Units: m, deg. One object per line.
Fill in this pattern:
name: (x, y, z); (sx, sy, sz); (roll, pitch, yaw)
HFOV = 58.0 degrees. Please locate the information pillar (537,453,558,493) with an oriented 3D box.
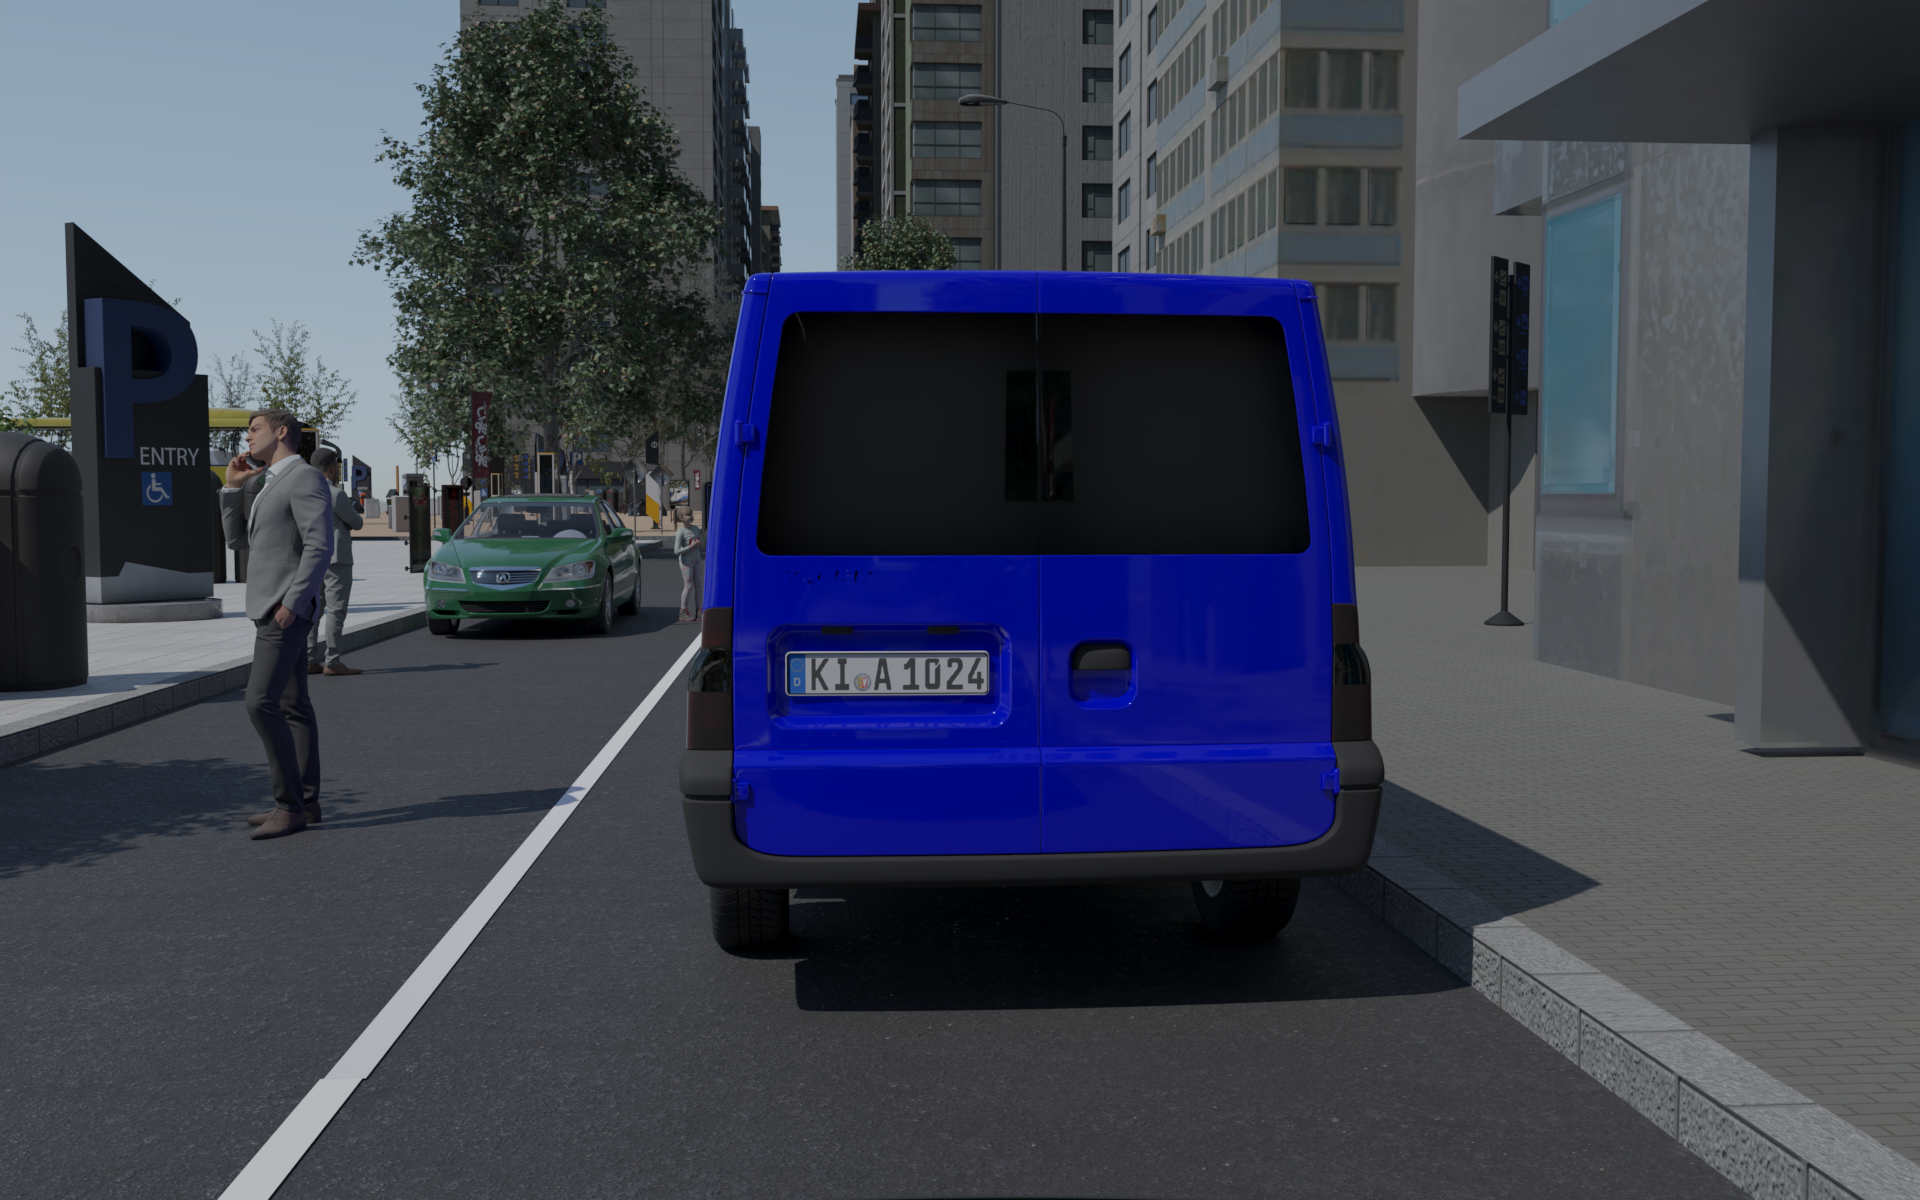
information pillar: (-7.358, -1.619, 30.969); (0.304, 2.012, 0.304); (0, 4, 0)

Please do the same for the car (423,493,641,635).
car: (-4.629, -0.455, 19.229); (2.131, 1.459, 4.920); (0, 4, -4)

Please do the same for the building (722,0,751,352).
building: (-31.171, -33.258, 163.378); (23.786, 49.044, 30.456); (0, 4, -5)

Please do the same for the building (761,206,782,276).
building: (-37.329, -36.700, 254.662); (22.147, 44.769, 28.867); (0, 4, -5)

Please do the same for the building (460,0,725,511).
building: (-27.126, -42.756, 137.312); (20.563, 71.187, 20.611); (0, 4, -5)

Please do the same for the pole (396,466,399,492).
pole: (-40.130, -7.937, 123.607); (0.158, 3.312, 0.155); (0, 3, 0)

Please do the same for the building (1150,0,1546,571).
building: (17.373, -21.030, 35.728); (32.217, 40.220, 23.993); (0, 4, -5)

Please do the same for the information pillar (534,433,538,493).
information pillar: (-16.107, -4.561, 65.923); (0.183, 3.616, 0.504); (0, 4, -7)

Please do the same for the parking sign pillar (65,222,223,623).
parking sign pillar: (-8.394, -1.792, 17.774); (1.447, 3.967, 1.447); (2, 4, 30)

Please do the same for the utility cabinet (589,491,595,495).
utility cabinet: (-22.809, -6.033, 107.322); (0.318, 1.500, 1.173); (0, 4, -8)

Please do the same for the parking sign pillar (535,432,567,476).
parking sign pillar: (-17.648, -5.284, 74.859); (1.447, 3.967, 1.447); (-1, 4, -16)

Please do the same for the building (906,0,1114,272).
building: (4.303, -19.065, 83.418); (14.160, 30.474, 14.107); (0, 4, -5)

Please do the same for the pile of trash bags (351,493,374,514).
pile of trash bags: (-39.168, -6.356, 113.669); (1.912, 1.369, 3.447); (-1, 4, -20)

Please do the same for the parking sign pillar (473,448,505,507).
parking sign pillar: (-21.224, -5.512, 78.599); (1.447, 3.967, 1.447); (1, 4, 21)

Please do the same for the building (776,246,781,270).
building: (-35.720, -36.258, 276.408); (14.154, 41.232, 14.086); (0, 4, -5)

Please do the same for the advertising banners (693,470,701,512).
advertising banners: (-18.286, -7.902, 125.381); (2.074, 3.025, 0.090); (0, 4, 1)

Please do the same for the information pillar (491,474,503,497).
information pillar: (-16.602, -3.524, 62.115); (0.304, 2.012, 0.304); (1, 4, 9)

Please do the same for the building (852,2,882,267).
building: (1.582, -30.661, 155.926); (22.147, 44.769, 28.867); (0, 4, -5)

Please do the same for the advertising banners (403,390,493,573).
advertising banners: (-8.463, -1.994, 28.794); (0.090, 3.025, 2.074); (2, 4, 27)

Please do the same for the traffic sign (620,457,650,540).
traffic sign: (-8.726, -2.620, 46.486); (0.795, 2.450, 0.064); (0, 4, -5)

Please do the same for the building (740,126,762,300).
building: (-28.565, -30.761, 186.530); (14.154, 41.232, 14.086); (0, 4, -5)

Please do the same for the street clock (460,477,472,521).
street clock: (-20.386, -4.097, 71.549); (0.471, 2.002, 0.358); (-2, 4, -27)

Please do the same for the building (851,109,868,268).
building: (-5.405, -33.520, 198.158); (14.600, 45.320, 14.200); (0, 4, -5)

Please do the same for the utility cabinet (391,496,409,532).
utility cabinet: (-18.655, -2.896, 58.508); (0.306, 1.237, 1.020); (3, 5, 43)

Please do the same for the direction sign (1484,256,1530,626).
direction sign: (5.335, -1.522, 16.875); (0.379, 3.537, 0.876); (3, 5, 40)

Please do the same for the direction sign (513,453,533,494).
direction sign: (-24.358, -6.366, 96.086); (0.876, 3.537, 0.379); (0, 4, -1)

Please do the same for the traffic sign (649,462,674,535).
traffic sign: (-9.377, -3.107, 54.445); (0.795, 2.450, 0.064); (0, 4, -5)

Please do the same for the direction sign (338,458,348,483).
direction sign: (-39.097, -7.199, 109.705); (0.876, 3.537, 0.379); (2, 4, 26)

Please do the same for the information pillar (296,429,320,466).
information pillar: (-7.394, -0.925, 19.612); (0.304, 2.012, 0.304); (-1, 4, -20)

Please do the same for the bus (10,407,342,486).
bus: (-24.310, -3.544, 49.498); (12.252, 3.916, 2.896); (0, 4, -4)

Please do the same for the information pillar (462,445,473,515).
information pillar: (-23.304, -5.543, 81.980); (0.504, 3.616, 0.183); (1, 4, 17)

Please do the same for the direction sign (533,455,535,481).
direction sign: (-25.071, -6.692, 101.412); (0.876, 3.537, 0.379); (2, 4, 25)

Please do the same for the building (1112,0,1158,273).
building: (3.283, -41.202, 111.904); (20.563, 71.187, 20.611); (0, 4, -5)

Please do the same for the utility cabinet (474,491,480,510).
utility cabinet: (-29.791, -6.082, 108.112); (1.173, 1.500, 0.318); (2, 4, 28)

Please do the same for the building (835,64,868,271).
building: (-6.962, -43.018, 245.338); (21.231, 58.520, 28.212); (0, 4, -5)

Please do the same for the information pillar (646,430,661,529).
information pillar: (-11.147, -4.375, 62.882); (0.504, 3.616, 0.183); (0, 4, 2)

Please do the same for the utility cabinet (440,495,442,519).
utility cabinet: (-26.295, -4.786, 89.408); (1.020, 1.237, 0.306); (-2, 4, -24)

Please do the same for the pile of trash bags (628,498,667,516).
pile of trash bags: (-17.471, -5.545, 100.412); (3.447, 1.369, 1.912); (-1, 4, -19)

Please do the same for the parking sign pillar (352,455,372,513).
parking sign pillar: (-41.045, -7.969, 118.764); (1.447, 3.967, 1.447); (0, 4, 4)

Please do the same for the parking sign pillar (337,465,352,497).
parking sign pillar: (-38.611, -7.231, 106.692); (1.447, 3.967, 1.447); (0, 4, -6)
